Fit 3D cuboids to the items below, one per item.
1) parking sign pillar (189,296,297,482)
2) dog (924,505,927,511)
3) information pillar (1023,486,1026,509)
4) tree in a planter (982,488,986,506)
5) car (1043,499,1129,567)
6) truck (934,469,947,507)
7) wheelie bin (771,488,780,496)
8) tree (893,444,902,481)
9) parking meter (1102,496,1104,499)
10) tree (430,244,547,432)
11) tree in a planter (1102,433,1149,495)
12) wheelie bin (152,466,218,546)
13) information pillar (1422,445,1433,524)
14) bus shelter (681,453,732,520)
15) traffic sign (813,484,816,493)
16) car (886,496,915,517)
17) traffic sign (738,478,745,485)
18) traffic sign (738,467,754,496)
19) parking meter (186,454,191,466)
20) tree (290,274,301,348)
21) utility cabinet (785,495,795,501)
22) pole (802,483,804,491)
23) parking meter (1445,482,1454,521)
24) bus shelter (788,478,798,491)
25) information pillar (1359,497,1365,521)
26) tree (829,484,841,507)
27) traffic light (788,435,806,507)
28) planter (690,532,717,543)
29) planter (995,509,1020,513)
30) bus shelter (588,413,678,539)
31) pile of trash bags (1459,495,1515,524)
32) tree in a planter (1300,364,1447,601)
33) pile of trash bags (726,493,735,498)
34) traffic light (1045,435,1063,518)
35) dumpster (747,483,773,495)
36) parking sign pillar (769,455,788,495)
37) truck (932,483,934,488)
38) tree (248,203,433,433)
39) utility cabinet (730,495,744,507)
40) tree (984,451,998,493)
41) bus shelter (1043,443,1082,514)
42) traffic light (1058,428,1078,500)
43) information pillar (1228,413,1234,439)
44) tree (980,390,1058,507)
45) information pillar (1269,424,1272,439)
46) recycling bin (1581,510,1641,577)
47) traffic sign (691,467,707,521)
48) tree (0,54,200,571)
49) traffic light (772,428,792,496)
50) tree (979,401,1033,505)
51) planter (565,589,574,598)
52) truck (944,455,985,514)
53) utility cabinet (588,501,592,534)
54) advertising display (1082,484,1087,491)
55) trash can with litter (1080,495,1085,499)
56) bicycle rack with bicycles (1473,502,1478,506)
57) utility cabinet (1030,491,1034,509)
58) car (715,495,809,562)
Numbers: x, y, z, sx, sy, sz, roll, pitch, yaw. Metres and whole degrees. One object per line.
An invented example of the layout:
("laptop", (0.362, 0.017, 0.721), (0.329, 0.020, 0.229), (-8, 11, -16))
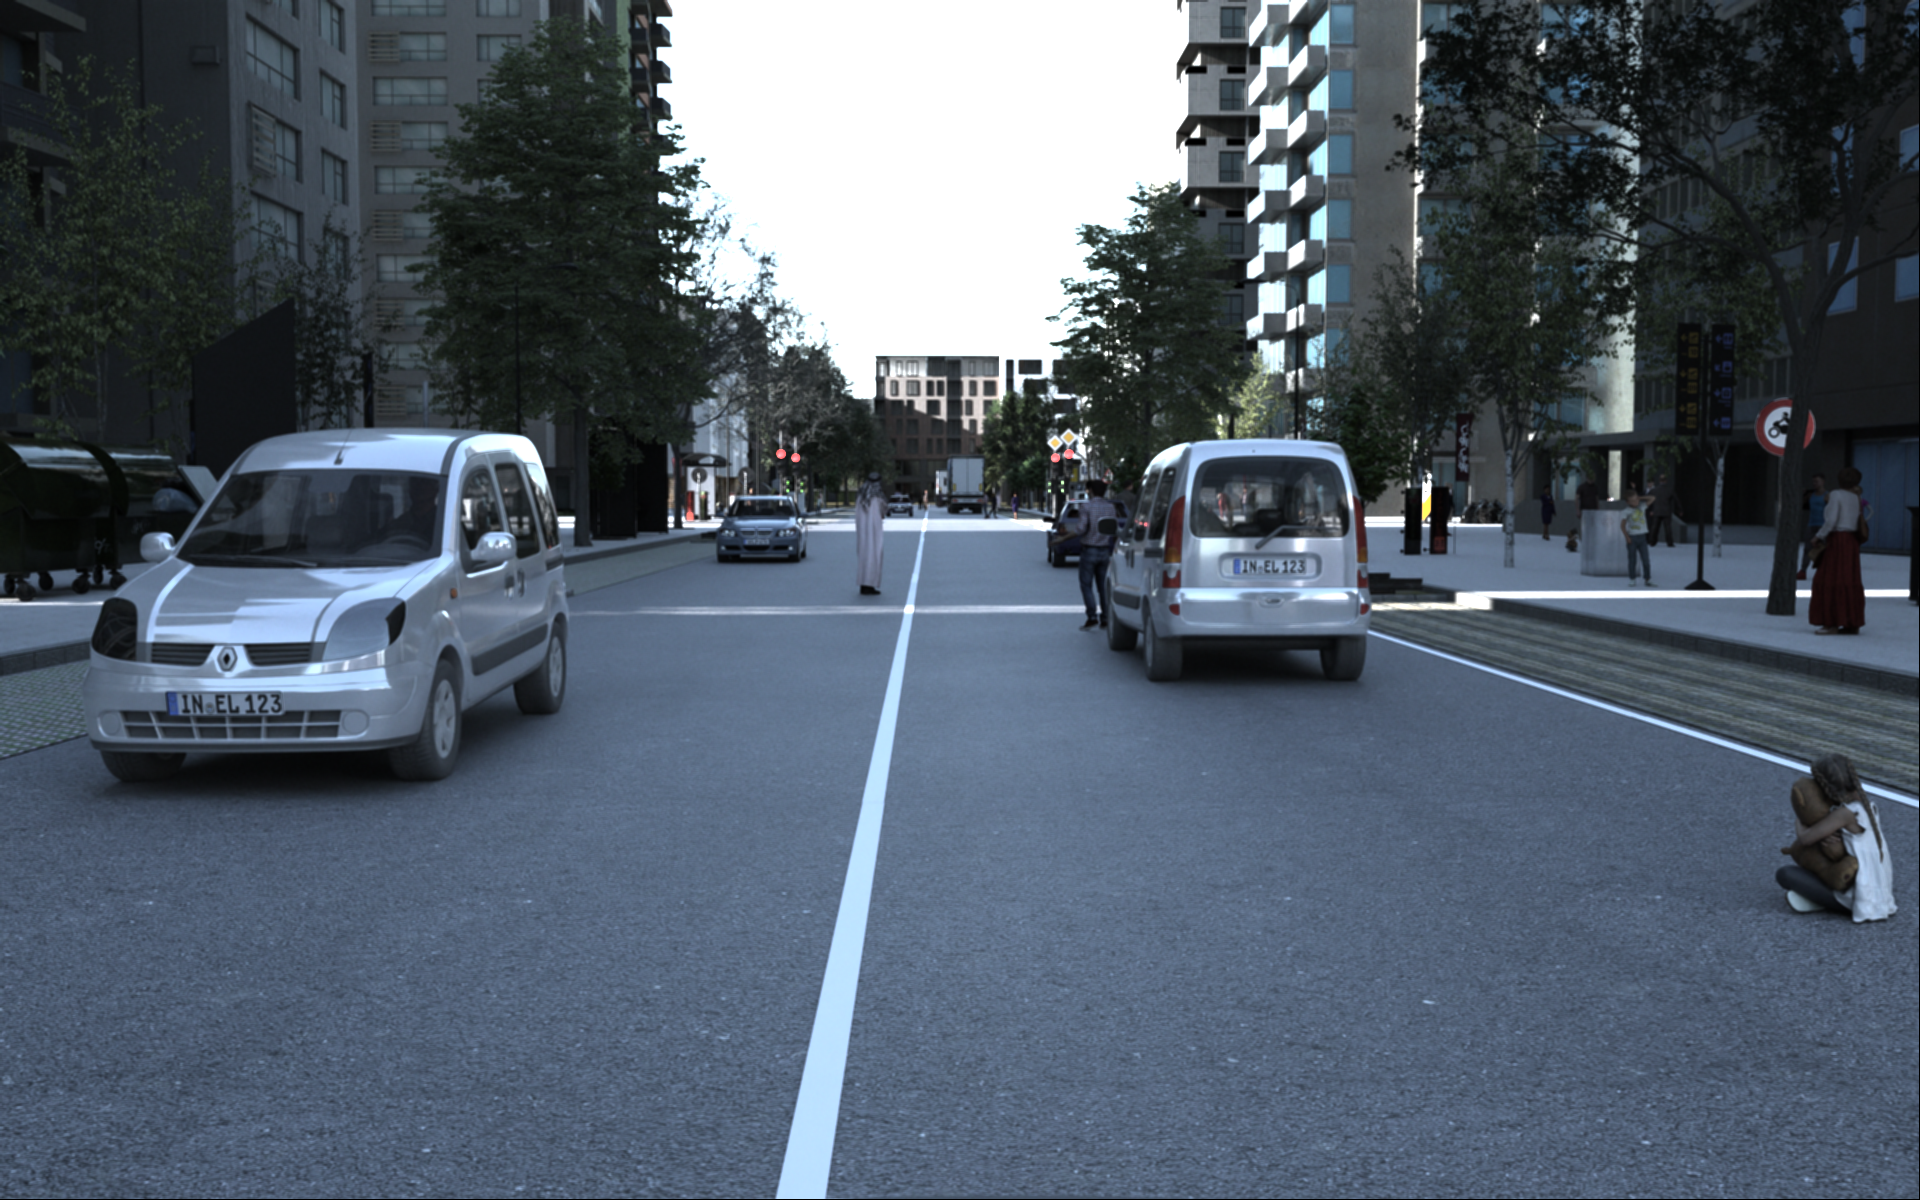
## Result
("parking sign pillar", (-9.709, -2.142, 23.489), (1.447, 3.967, 1.447), (-2, 4, -33))
("dog", (-2.886, -7.680, 144.855), (0.406, 0.507, 0.540), (-2, 4, -32))
("information pillar", (5.635, -8.987, 151.433), (0.304, 2.012, 0.304), (0, 4, -2))
("tree in a planter", (2.292, -13.078, 211.043), (1.991, 3.239, 1.994), (0, 4, -1))
("car", (2.680, -1.387, 35.259), (1.945, 1.354, 3.894), (0, 4, 1))
("truck", (-1.480, -12.857, 199.132), (2.839, 4.237, 11.283), (0, 4, -2))
("wheelie bin", (-10.316, -5.388, 96.009), (0.693, 1.594, 0.980), (-2, 4, -33))
("tree", (-12.628, -16.724, 190.440), (9.611, 12.733, 9.660), (0, 3, 0))
("parking meter", (7.234, -5.080, 88.766), (0.255, 1.863, 0.399), (1, 4, 18))
("tree", (-13.806, -6.061, 49.458), (4.360, 8.622, 3.978), (0, 3, 0))
("tree in a planter", (5.040, -3.285, 50.939), (1.991, 3.239, 1.994), (0, 4, -1))
("wheelie bin", (-8.597, -0.704, 19.416), (0.693, 1.594, 0.980), (0, 4, 5))
("information pillar", (19.751, -5.004, 73.166), (0.183, 3.616, 0.504), (-1, 4, -22))
("bus shelter", (-12.793, -5.717, 87.403), (2.014, 3.302, 5.546), (0, 4, -1))
("traffic sign", (-12.448, -8.880, 147.321), (0.606, 2.300, 0.079), (0, 4, 8))
("car", (-3.876, -6.038, 111.297), (1.945, 1.354, 3.894), (0, 4, -2))
("traffic sign", (-13.336, -6.553, 106.876), (0.795, 2.593, 0.064), (0, 4, 7))
("traffic sign", (-10.001, -4.948, 80.999), (0.768, 2.556, 0.104), (0, 4, 3))
("parking meter", (-11.226, -1.224, 25.722), (0.255, 1.863, 0.399), (2, 4, 35))
("tree", (-16.526, -5.327, 37.454), (4.737, 8.622, 4.395), (0, 3, 0))
("utility cabinet", (-11.150, -6.332, 114.682), (1.020, 1.237, 0.306), (-3, 5, -44))
("pole", (-12.332, -8.671, 135.606), (0.158, 3.312, 0.155), (0, 3, 0))
("parking meter", (23.164, -4.668, 82.036), (0.399, 1.863, 0.255), (1, 4, 20))
("bus shelter", (-13.399, -8.821, 135.504), (1.731, 3.624, 6.357), (0, 4, -1))
("information pillar", (7.731, -1.800, 33.916), (0.304, 2.012, 0.304), (3, 4, 38))
("tree", (-12.505, -11.051, 175.287), (1.663, 3.219, 1.824), (0, 3, 0))
("traffic light", (-7.691, -5.668, 81.590), (0.839, 4.253, 0.868), (0, 4, -1))
("planter", (-6.886, -1.851, 51.400), (1.991, 0.319, 1.994), (0, 4, -1))
("planter", (3.612, -6.895, 133.867), (1.991, 0.319, 1.994), (0, 4, -1))
("bus shelter", (-9.908, -3.775, 53.002), (1.731, 3.624, 6.357), (0, 4, -1))
("pile of trash bags", (21.947, -3.927, 73.952), (3.447, 1.369, 1.912), (0, 4, -4))
("tree in a planter", (5.500, -1.635, 23.960), (1.991, 3.239, 1.994), (0, 4, -1))
("pile of trash bags", (-12.701, -5.656, 102.226), (1.912, 1.369, 3.447), (2, 4, 26))
("traffic light", (4.468, -5.682, 81.814), (0.839, 4.253, 0.868), (0, 4, -1))
("dumpster", (-10.292, -5.073, 88.708), (1.264, 1.857, 1.865), (0, 4, -1))
("parking sign pillar", (-12.472, -7.983, 118.986), (1.447, 3.967, 1.447), (-1, 4, -21))
("truck", (-1.648, -13.433, 215.553), (3.469, 3.379, 9.791), (0, 4, -3))
("tree", (-16.515, -5.766, 44.641), (4.360, 8.622, 3.978), (0, 3, 0))
("utility cabinet", (-10.733, -4.408, 83.234), (0.306, 1.237, 1.020), (1, 4, 18))
("tree", (4.214, -16.968, 227.791), (4.737, 8.622, 4.395), (0, 3, 0))
("bus shelter", (6.663, -8.372, 114.520), (2.179, 5.291, 8.768), (0, 4, -1))
("traffic light", (4.605, -5.193, 73.830), (0.839, 4.253, 0.868), (0, 4, -1))
("information pillar", (7.880, -3.612, 50.403), (0.183, 3.616, 0.504), (0, 4, -2))
("tree", (5.766, -14.814, 167.965), (9.928, 11.665, 9.643), (0, 3, 0))
("information pillar", (10.395, -4.084, 58.128), (0.183, 3.616, 0.504), (1, 4, 10))
("recycling bin", (10.225, -0.896, 27.205), (0.722, 1.027, 0.722), (0, 4, 2))
("traffic sign", (-12.344, -5.011, 82.035), (0.768, 2.556, 0.104), (0, 4, 5))
("tree", (-14.564, -4.787, 28.629), (4.737, 8.622, 4.395), (0, 3, 0))
("traffic light", (-7.554, -5.180, 73.606), (0.839, 4.253, 0.868), (0, 4, -1))
("tree", (5.928, -17.073, 197.268), (7.486, 12.596, 7.792), (0, 3, 0))
("planter", (-6.416, -0.165, 23.837), (1.991, 0.319, 1.994), (0, 4, -1))
("truck", (0.341, -8.624, 129.914), (2.839, 4.237, 11.283), (0, 4, -2))
("utility cabinet", (-11.900, -2.712, 55.504), (0.306, 1.237, 1.020), (1, 4, 20))
("advertising display", (8.157, -6.471, 111.021), (0.123, 1.923, 0.974), (-2, 4, -33))
("trash can with litter", (7.528, -5.384, 99.078), (2.233, 1.210, 1.678), (0, 4, -4))
("bicycle rack with bicycles", (25.419, -4.261, 83.051), (2.852, 0.926, 2.925), (0, 4, 1))
("utility cabinet", (6.054, -8.431, 146.523), (0.318, 1.500, 1.173), (0, 4, 4))
("car", (-4.289, -1.582, 37.876), (2.014, 1.417, 4.499), (0, 4, -2))
